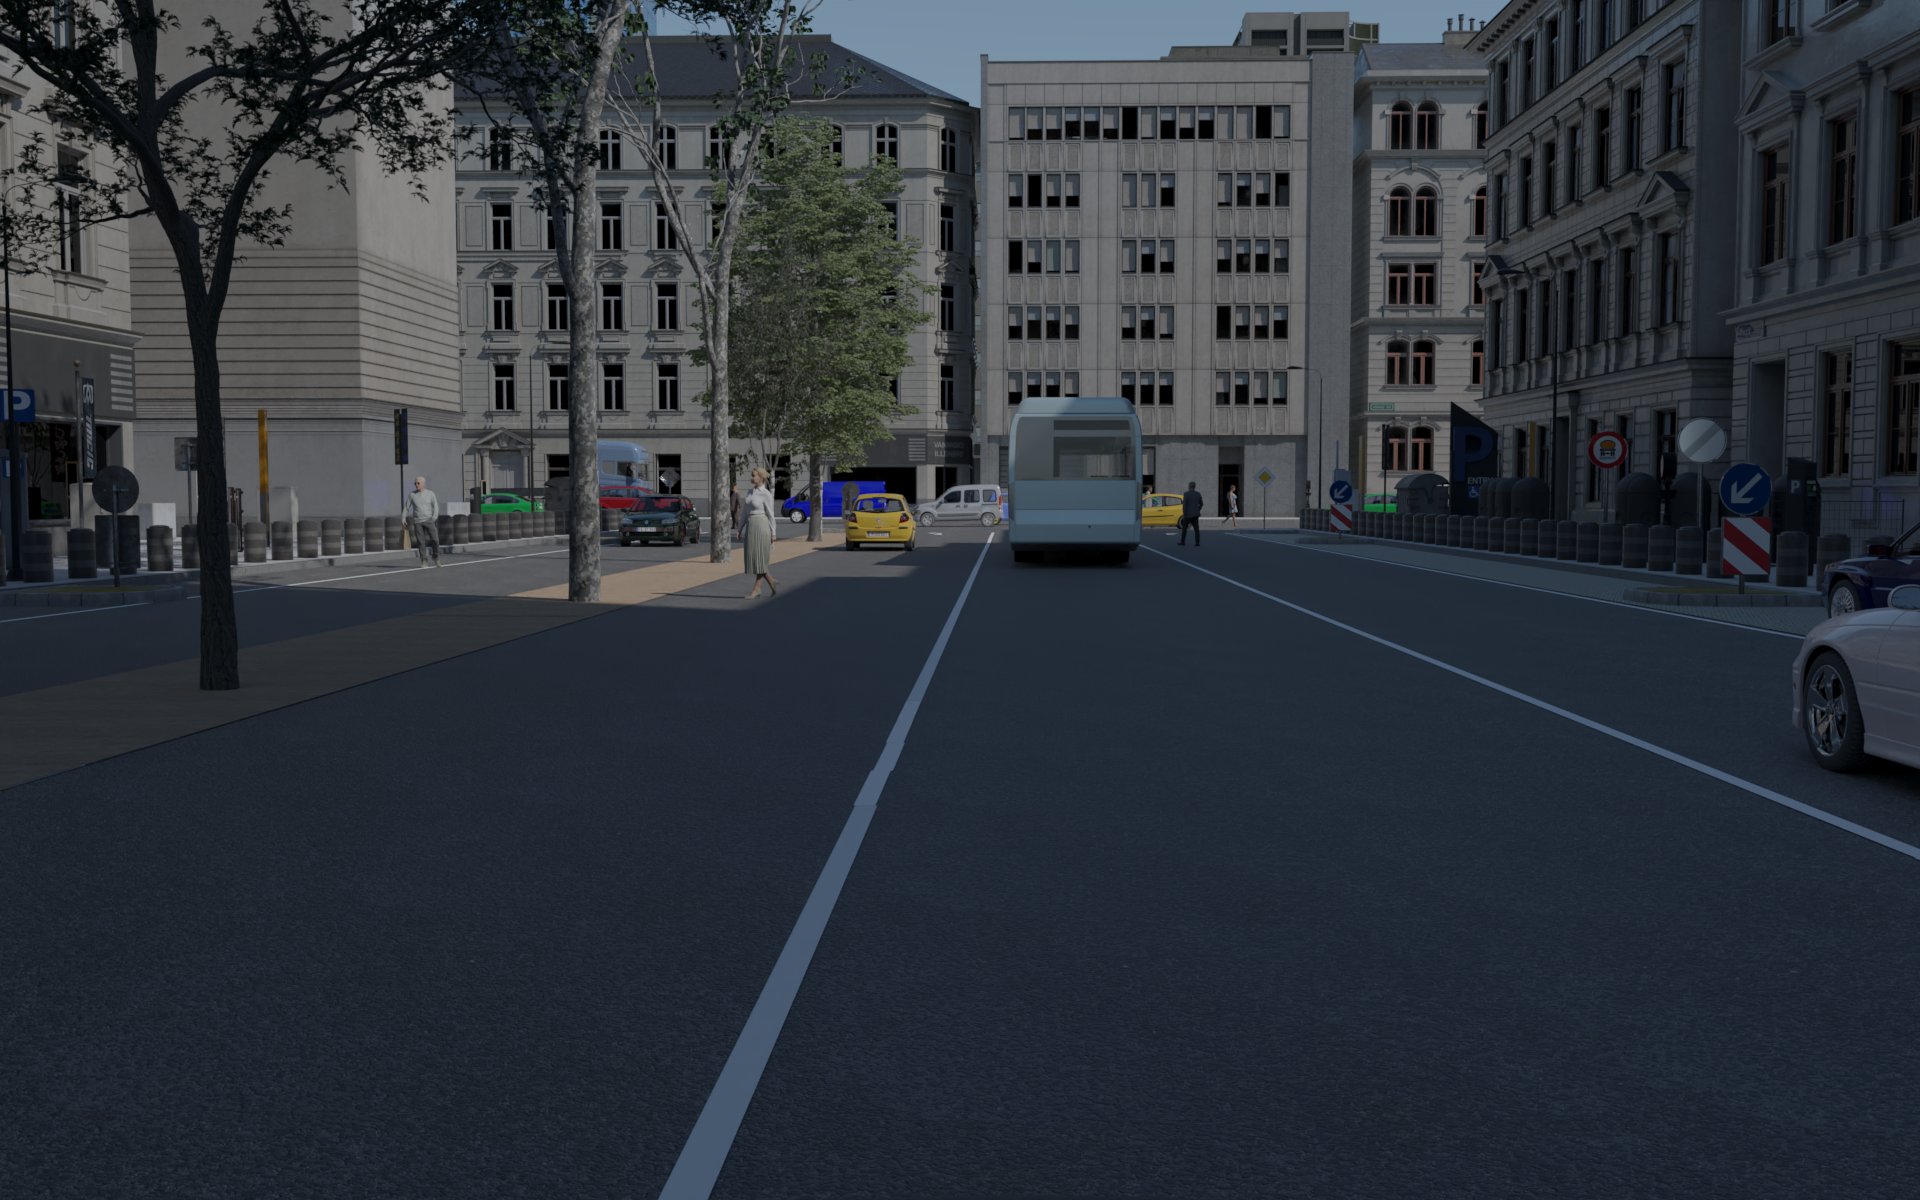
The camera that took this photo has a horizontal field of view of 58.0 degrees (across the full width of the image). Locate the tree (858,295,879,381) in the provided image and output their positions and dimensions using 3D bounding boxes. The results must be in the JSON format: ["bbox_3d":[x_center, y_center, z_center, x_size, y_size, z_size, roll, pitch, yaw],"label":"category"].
[{"bbox_3d":[-4.697,-6.434,58.014,4.360,8.622,3.978,0,3,0],"label":"tree"}]

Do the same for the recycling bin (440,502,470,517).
[{"bbox_3d":[-15.339,-2.450,52.615,0.722,1.027,0.722,-2,4,-34],"label":"recycling bin"}]

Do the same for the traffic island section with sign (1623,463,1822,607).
[{"bbox_3d":[9.910,-0.868,22.813,1.989,1.847,2.006,0,4,2],"label":"traffic island section with sign"}]

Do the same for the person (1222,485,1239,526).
[{"bbox_3d":[11.922,-4.135,76.195,0.778,1.811,0.616,1,4,15],"label":"person"}]

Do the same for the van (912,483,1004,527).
[{"bbox_3d":[-0.126,-4.226,76.114,4.112,2.044,2.013,0,4,0],"label":"van"}]

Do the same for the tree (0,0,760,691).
[{"bbox_3d":[-5.382,-4.638,12.700,8.767,10.594,7.601,0,4,2],"label":"tree"}]

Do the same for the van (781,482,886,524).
[{"bbox_3d":[-6.166,-4.930,84.989,5.245,2.365,2.240,0,4,1],"label":"van"}]

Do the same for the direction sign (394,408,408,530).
[{"bbox_3d":[-14.822,-3.303,45.997,0.379,3.537,0.876,-3,4,-39],"label":"direction sign"}]

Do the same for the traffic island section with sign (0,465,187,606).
[{"bbox_3d":[-11.553,-0.888,23.143,1.989,1.847,2.006,0,4,2],"label":"traffic island section with sign"}]

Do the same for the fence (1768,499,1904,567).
[{"bbox_3d":[15.032,-1.136,29.783,2.264,1.192,0.480,3,4,38],"label":"fence"}]

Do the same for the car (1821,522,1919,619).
[{"bbox_3d":[9.448,-0.190,15.691,1.945,1.354,3.894,0,4,0],"label":"car"}]

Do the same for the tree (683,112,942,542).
[{"bbox_3d":[-4.438,-8.030,51.872,7.486,12.596,7.792,0,3,0],"label":"tree"}]

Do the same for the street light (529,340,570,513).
[{"bbox_3d":[-12.457,-4.892,52.528,1.470,5.913,1.316,0,4,2],"label":"street light"}]

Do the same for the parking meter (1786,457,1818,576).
[{"bbox_3d":[13.165,-1.309,27.108,0.255,1.863,0.399,-1,4,-23],"label":"parking meter"}]

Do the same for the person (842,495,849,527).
[{"bbox_3d":[-4.545,-3.849,71.786,0.532,1.782,0.716,-2,4,-35],"label":"person"}]

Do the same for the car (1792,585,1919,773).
[{"bbox_3d":[5.316,0.301,7.447,2.083,1.381,4.827,0,4,3],"label":"car"}]

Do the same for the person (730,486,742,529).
[{"bbox_3d":[-9.173,-3.757,70.480,0.434,1.755,0.990,-2,4,-35],"label":"person"}]

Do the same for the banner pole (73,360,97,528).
[{"bbox_3d":[-16.477,-2.608,32.655,0.401,3.779,0.863,0,4,0],"label":"banner pole"}]

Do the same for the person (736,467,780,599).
[{"bbox_3d":[-2.727,-0.918,23.740,0.641,1.798,0.478,-3,5,-41],"label":"person"}]

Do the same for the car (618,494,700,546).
[{"bbox_3d":[-8.410,-2.375,48.614,2.009,1.686,4.222,0,4,1],"label":"car"}]

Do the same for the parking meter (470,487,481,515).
[{"bbox_3d":[-16.706,-3.139,59.739,0.372,1.533,0.369,0,3,0],"label":"parking meter"}]

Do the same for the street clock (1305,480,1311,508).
[{"bbox_3d":[18.348,-5.300,91.227,0.358,2.002,0.471,1,4,11],"label":"street clock"}]

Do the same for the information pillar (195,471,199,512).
[{"bbox_3d":[-17.134,-2.131,39.336,0.304,2.012,0.304,0,4,-1],"label":"information pillar"}]

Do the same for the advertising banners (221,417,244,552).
[{"bbox_3d":[-16.321,-2.605,38.778,0.090,3.025,2.074,-2,4,-34],"label":"advertising banners"}]

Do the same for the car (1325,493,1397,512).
[{"bbox_3d":[18.643,-4.245,78.197,4.718,1.807,1.959,0,4,1],"label":"car"}]

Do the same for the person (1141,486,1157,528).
[{"bbox_3d":[7.892,-3.924,72.932,0.850,1.792,0.678,0,4,-5],"label":"person"}]

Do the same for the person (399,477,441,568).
[{"bbox_3d":[-10.518,-1.509,33.657,0.782,1.767,0.515,-1,4,-11],"label":"person"}]

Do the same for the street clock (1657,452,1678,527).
[{"bbox_3d":[12.286,-1.562,30.110,0.358,2.002,0.471,1,4,13],"label":"street clock"}]

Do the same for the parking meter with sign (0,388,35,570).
[{"bbox_3d":[-16.092,-2.028,29.425,0.543,3.016,1.738,-2,4,-34],"label":"parking meter with sign"}]

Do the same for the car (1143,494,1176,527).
[{"bbox_3d":[8.026,-4.139,76.475,4.718,1.807,1.959,0,4,3],"label":"car"}]

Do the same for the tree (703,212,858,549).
[{"bbox_3d":[-4.925,-5.644,45.093,4.360,8.622,3.978,0,3,0],"label":"tree"}]

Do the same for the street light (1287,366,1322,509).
[{"bbox_3d":[12.549,-5.528,62.917,1.470,5.913,1.316,0,4,2],"label":"street light"}]

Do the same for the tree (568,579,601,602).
[{"bbox_3d":[-6.181,-10.090,23.321,12.611,20.169,13.585,0,3,0],"label":"tree"}]

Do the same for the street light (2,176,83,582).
[{"bbox_3d":[-13.372,-3.229,25.340,1.470,5.913,1.316,0,4,2],"label":"street light"}]

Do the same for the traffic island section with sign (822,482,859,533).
[{"bbox_3d":[-4.096,-3.403,63.775,2.006,1.907,1.989,0,4,2],"label":"traffic island section with sign"}]

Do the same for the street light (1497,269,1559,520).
[{"bbox_3d":[11.760,-3.872,35.843,1.470,5.913,1.316,0,4,2],"label":"street light"}]

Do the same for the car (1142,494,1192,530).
[{"bbox_3d":[7.728,-3.691,70.573,3.980,1.641,2.015,0,4,1],"label":"car"}]

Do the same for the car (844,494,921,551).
[{"bbox_3d":[-2.032,-2.122,44.915,2.015,1.641,3.980,0,3,0],"label":"car"}]

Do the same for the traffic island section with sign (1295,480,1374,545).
[{"bbox_3d":[10.699,-2.518,49.804,1.989,1.847,2.006,0,4,2],"label":"traffic island section with sign"}]

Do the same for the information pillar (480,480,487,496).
[{"bbox_3d":[-25.426,-5.379,92.445,0.304,2.012,0.304,-2,4,-32],"label":"information pillar"}]

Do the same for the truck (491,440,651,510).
[{"bbox_3d":[-23.694,-5.725,83.366,18.799,4.110,2.967,0,4,0],"label":"truck"}]

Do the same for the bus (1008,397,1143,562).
[{"bbox_3d":[2.488,-2.736,39.590,2.948,3.499,13.247,0,4,3],"label":"bus"}]

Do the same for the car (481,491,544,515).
[{"bbox_3d":[-21.748,-4.396,80.668,4.718,1.807,1.959,0,4,0],"label":"car"}]

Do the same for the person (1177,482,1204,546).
[{"bbox_3d":[6.344,-2.378,47.772,0.661,1.777,0.834,-2,4,-29],"label":"person"}]

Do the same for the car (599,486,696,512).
[{"bbox_3d":[-14.840,-4.354,79.862,5.304,1.827,2.281,0,4,3],"label":"car"}]

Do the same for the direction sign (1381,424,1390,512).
[{"bbox_3d":[13.819,-3.932,56.291,0.379,3.537,0.876,2,4,28],"label":"direction sign"}]

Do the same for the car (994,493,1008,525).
[{"bbox_3d":[2.865,-4.318,80.190,3.694,1.707,1.945,0,4,3],"label":"car"}]

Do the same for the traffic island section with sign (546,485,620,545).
[{"bbox_3d":[-10.749,-2.536,50.087,1.989,1.847,2.006,0,4,2],"label":"traffic island section with sign"}]
